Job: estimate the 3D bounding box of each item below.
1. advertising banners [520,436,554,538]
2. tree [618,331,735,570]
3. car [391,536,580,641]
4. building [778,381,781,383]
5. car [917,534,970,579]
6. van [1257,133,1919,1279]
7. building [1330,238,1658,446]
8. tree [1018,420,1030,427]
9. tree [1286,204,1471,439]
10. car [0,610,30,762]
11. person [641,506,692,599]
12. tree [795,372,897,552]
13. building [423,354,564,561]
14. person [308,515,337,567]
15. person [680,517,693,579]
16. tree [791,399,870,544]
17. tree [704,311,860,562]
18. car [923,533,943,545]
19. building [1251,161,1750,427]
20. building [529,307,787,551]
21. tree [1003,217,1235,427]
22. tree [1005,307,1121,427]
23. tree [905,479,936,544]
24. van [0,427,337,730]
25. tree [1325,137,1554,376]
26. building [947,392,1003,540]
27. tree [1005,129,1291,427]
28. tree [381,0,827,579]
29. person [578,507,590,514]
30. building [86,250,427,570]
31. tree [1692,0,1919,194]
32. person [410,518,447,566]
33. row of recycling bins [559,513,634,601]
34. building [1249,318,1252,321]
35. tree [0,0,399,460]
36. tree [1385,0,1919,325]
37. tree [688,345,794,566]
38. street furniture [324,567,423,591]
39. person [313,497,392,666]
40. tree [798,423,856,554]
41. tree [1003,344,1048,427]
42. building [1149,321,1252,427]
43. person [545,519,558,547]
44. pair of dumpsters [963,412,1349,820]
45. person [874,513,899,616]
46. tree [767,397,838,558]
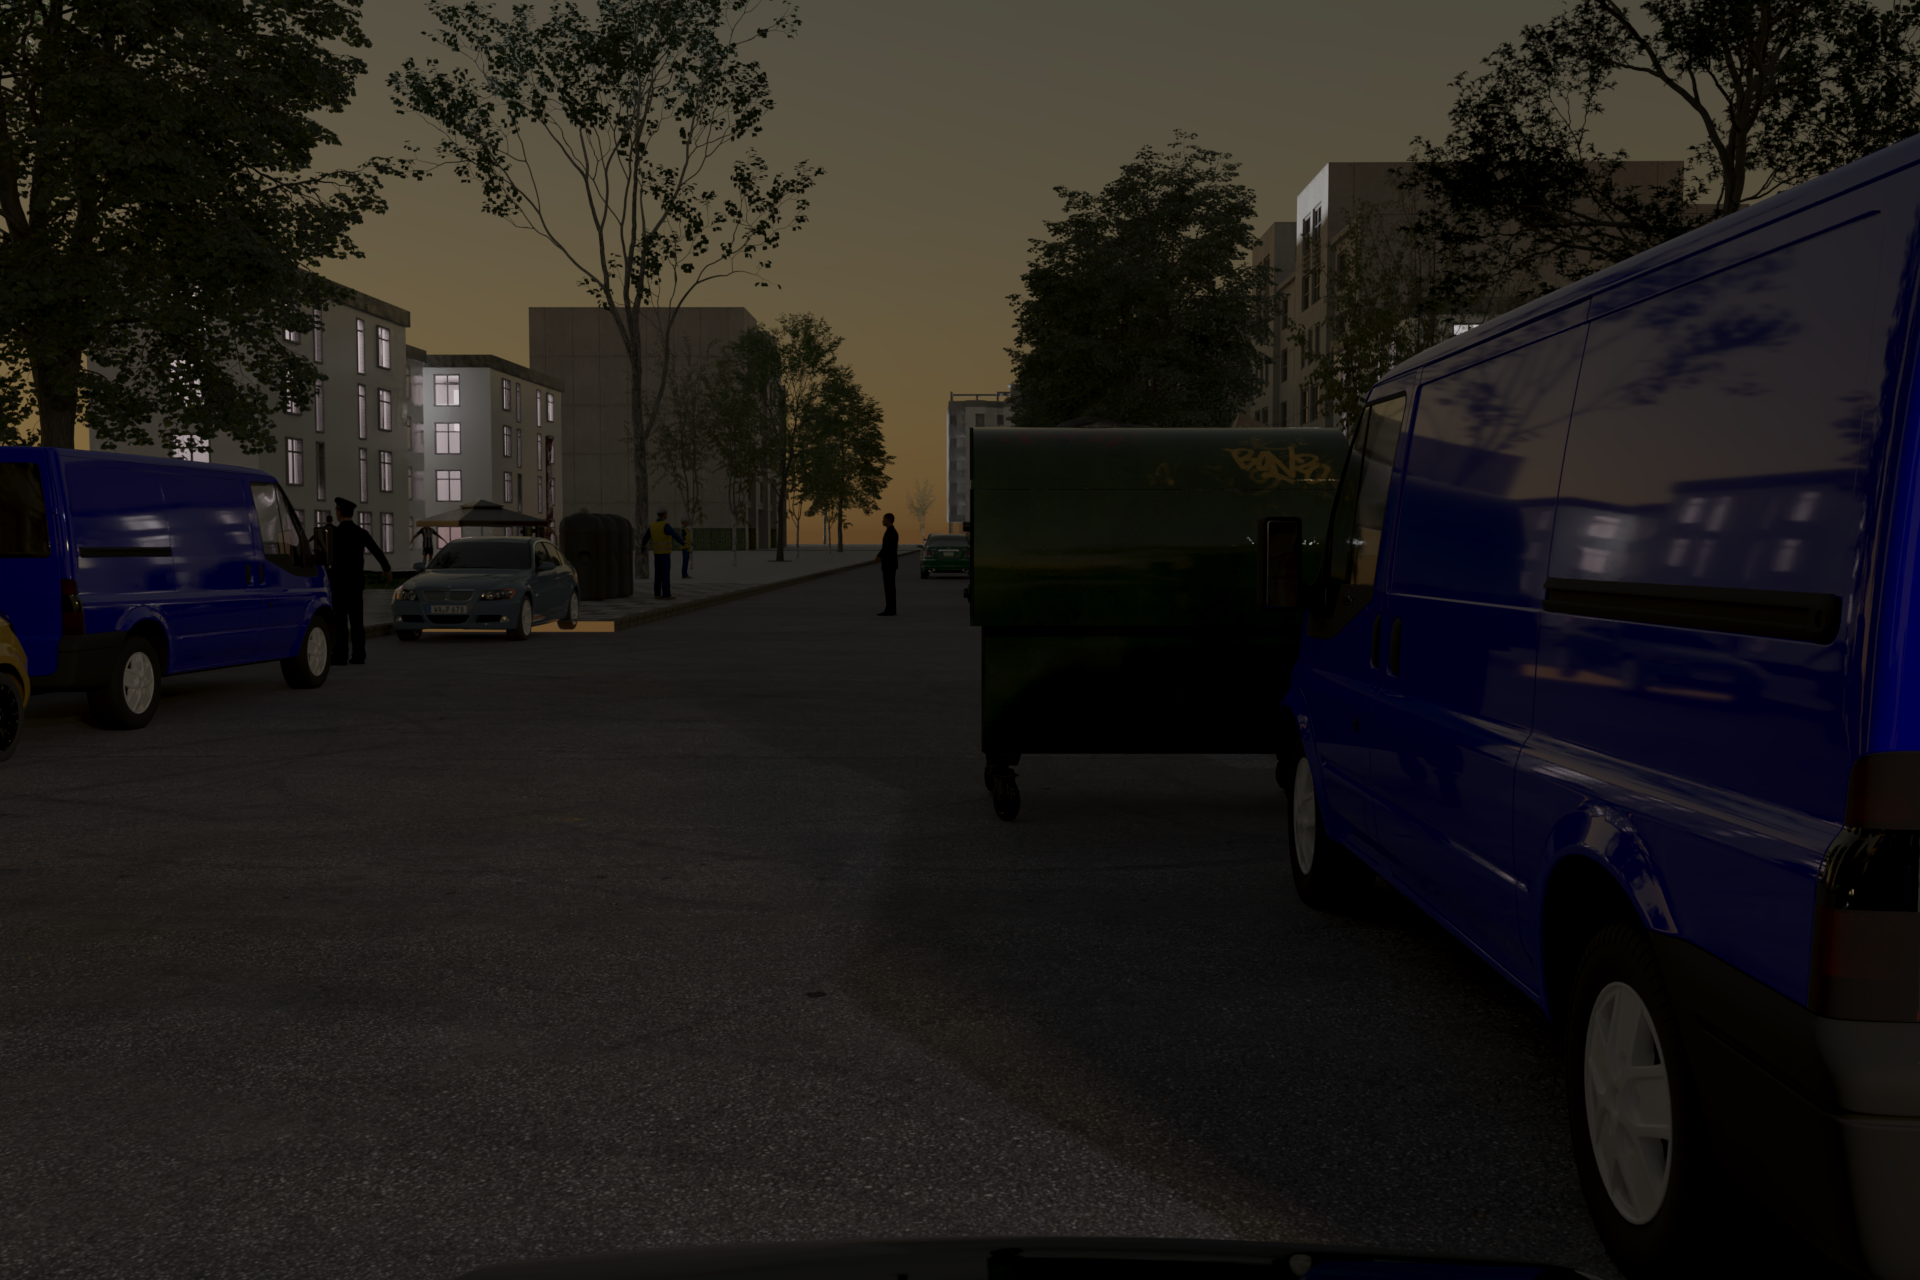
[{"bbox_3d":[-7.388,-2.093,30.402,0.090,3.025,2.074,0,4,2],"label":"advertising banners"},{"bbox_3d":[-9.497,-6.843,62.240,4.360,8.622,3.978,0,3,0],"label":"tree"},{"bbox_3d":[-6.672,-0.783,24.808,2.014,1.417,4.499,0,4,1],"label":"car"},{"bbox_3d":[-23.929,-19.157,169.633,16.016,20.090,11.380,0,4,1],"label":"building"},{"bbox_3d":[-0.371,-2.749,56.741,2.131,1.459,4.920,0,4,0],"label":"car"},{"bbox_3d":[2.214,-0.032,4.902,2.240,2.365,5.245,0,4,0],"label":"van"},{"bbox_3d":[20.419,-7.299,61.488,9.099,9.664,28.070,0,4,1],"label":"building"},{"bbox_3d":[6.327,-9.803,94.694,8.767,10.594,7.601,0,4,5],"label":"tree"},{"bbox_3d":[9.279,-5.392,38.524,4.737,8.622,4.395,0,3,0],"label":"tree"},{"bbox_3d":[-6.870,0.047,9.452,2.015,1.641,3.980,0,4,1],"label":"car"},{"bbox_3d":[-5.850,-1.725,34.165,1.349,1.833,0.705,2,4,35],"label":"person"},{"bbox_3d":[-8.099,-12.467,121.962,7.486,12.596,7.792,0,3,0],"label":"tree"},{"bbox_3d":[-26.239,-9.357,95.128,9.099,9.664,28.070,0,4,1],"label":"building"},{"bbox_3d":[-17.673,-2.595,48.574,1.346,1.812,0.704,-2,4,-28],"label":"person"},{"bbox_3d":[-7.827,-2.657,49.898,0.721,1.772,1.216,0,4,-2],"label":"person"},{"bbox_3d":[-16.497,-22.554,224.642,12.611,20.169,13.585,0,3,0],"label":"tree"},{"bbox_3d":[-8.254,-9.455,80.345,9.928,11.665,9.643,0,3,0],"label":"tree"},{"bbox_3d":[-1.676,-7.078,125.320,1.945,1.707,3.694,0,4,1],"label":"car"},{"bbox_3d":[26.011,-13.732,90.983,16.747,18.905,31.486,0,4,1],"label":"building"},{"bbox_3d":[-25.111,-17.393,150.838,16.747,18.905,31.486,0,3,0],"label":"building"},{"bbox_3d":[6.628,-9.979,69.817,9.857,13.997,8.962,0,3,0],"label":"tree"},{"bbox_3d":[5.855,-10.033,82.166,7.486,12.596,7.792,0,3,0],"label":"tree"},{"bbox_3d":[-4.442,-16.593,221.652,4.360,8.622,3.978,0,3,0],"label":"tree"},{"bbox_3d":[-6.907,-0.608,14.324,2.240,2.365,5.245,0,4,1],"label":"van"},{"bbox_3d":[8.627,-5.055,33.004,4.360,8.622,3.978,0,3,0],"label":"tree"},{"bbox_3d":[-1.280,-22.178,221.494,11.380,20.090,16.016,0,4,-5],"label":"building"},{"bbox_3d":[5.825,-9.147,56.216,9.857,13.997,8.962,0,3,0],"label":"tree"},{"bbox_3d":[-9.937,-11.744,47.905,12.611,20.169,13.585,0,3,0],"label":"tree"},{"bbox_3d":[-8.133,-1.941,37.504,0.705,1.858,1.354,3,5,45],"label":"person"},{"bbox_3d":[-25.255,-7.541,65.449,9.099,9.664,28.070,0,4,0],"label":"building"},{"bbox_3d":[21.141,-10.970,35.247,12.611,20.169,13.585,0,3,0],"label":"tree"},{"bbox_3d":[-18.026,-3.214,58.686,1.345,1.843,0.704,-3,5,-40],"label":"person"},{"bbox_3d":[-7.223,-1.688,34.719,1.069,1.692,3.534,0,4,1],"label":"row of recycling bins"},{"bbox_3d":[27.593,-21.241,178.220,19.493,23.208,18.063,0,4,1],"label":"building"},{"bbox_3d":[-12.823,-7.182,24.079,9.857,13.997,8.962,0,3,0],"label":"tree"},{"bbox_3d":[8.328,-5.221,19.768,7.601,10.594,8.767,-1,4,-18],"label":"tree"},{"bbox_3d":[-8.717,-7.232,68.599,4.737,8.622,4.395,0,3,0],"label":"tree"},{"bbox_3d":[-14.752,-1.563,41.188,10.072,0.657,5.734,1,4,9],"label":"street furniture"},{"bbox_3d":[-6.742,-0.648,18.992,0.705,1.837,1.347,2,4,33],"label":"person"},{"bbox_3d":[-8.345,-9.774,110.169,4.737,8.622,4.395,0,3,0],"label":"tree"},{"bbox_3d":[7.184,-12.142,105.176,9.857,13.997,8.962,0,3,0],"label":"tree"},{"bbox_3d":[25.847,-17.495,152.501,16.747,18.905,31.486,0,4,1],"label":"building"},{"bbox_3d":[-11.782,-2.595,49.228,1.217,1.733,0.721,3,5,42],"label":"person"},{"bbox_3d":[2.233,-0.256,9.139,4.436,2.255,1.574,0,4,0],"label":"pair of dumpsters"},{"bbox_3d":[-1.269,-1.332,30.465,0.704,1.802,1.346,1,4,9],"label":"person"},{"bbox_3d":[-8.665,-8.723,92.991,4.737,8.622,4.395,0,3,0],"label":"tree"}]
